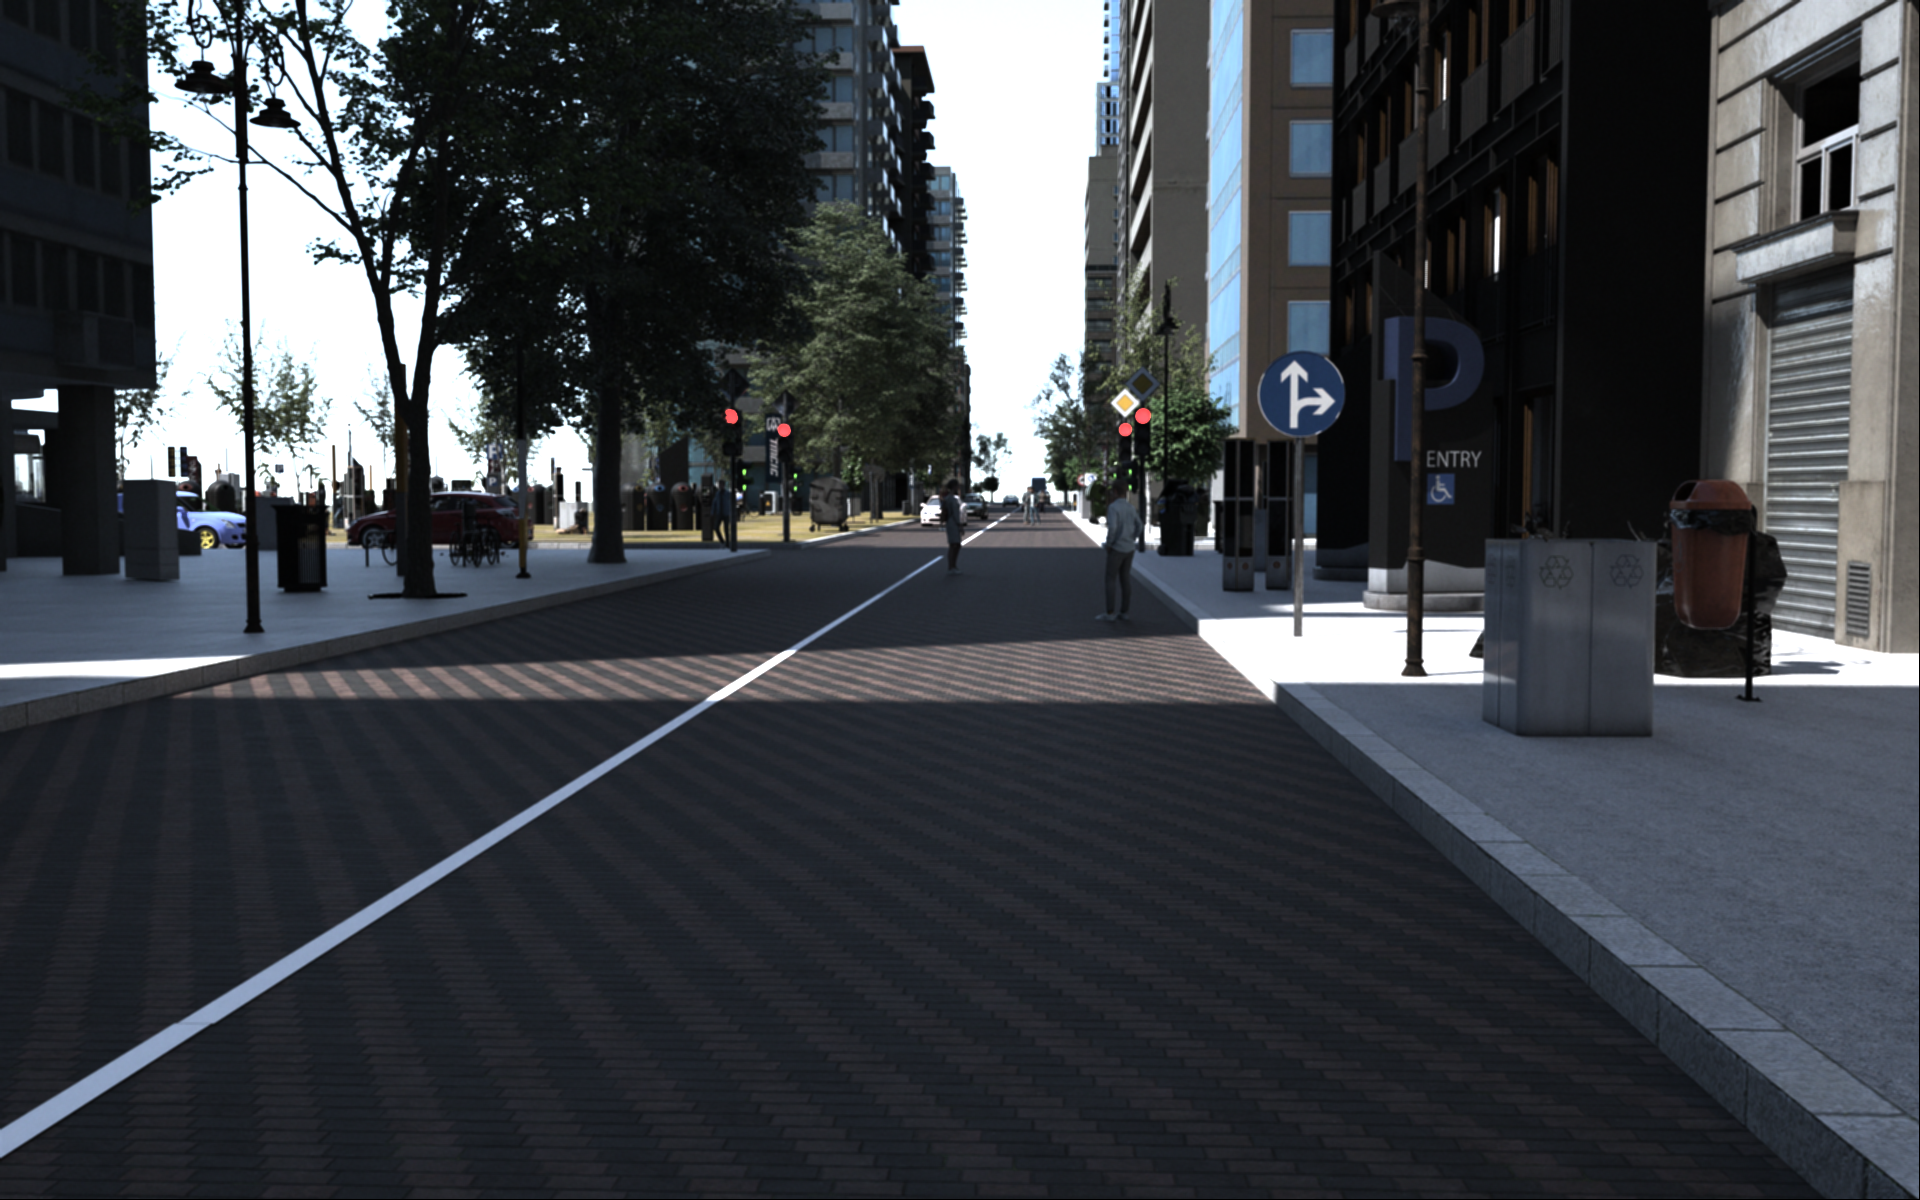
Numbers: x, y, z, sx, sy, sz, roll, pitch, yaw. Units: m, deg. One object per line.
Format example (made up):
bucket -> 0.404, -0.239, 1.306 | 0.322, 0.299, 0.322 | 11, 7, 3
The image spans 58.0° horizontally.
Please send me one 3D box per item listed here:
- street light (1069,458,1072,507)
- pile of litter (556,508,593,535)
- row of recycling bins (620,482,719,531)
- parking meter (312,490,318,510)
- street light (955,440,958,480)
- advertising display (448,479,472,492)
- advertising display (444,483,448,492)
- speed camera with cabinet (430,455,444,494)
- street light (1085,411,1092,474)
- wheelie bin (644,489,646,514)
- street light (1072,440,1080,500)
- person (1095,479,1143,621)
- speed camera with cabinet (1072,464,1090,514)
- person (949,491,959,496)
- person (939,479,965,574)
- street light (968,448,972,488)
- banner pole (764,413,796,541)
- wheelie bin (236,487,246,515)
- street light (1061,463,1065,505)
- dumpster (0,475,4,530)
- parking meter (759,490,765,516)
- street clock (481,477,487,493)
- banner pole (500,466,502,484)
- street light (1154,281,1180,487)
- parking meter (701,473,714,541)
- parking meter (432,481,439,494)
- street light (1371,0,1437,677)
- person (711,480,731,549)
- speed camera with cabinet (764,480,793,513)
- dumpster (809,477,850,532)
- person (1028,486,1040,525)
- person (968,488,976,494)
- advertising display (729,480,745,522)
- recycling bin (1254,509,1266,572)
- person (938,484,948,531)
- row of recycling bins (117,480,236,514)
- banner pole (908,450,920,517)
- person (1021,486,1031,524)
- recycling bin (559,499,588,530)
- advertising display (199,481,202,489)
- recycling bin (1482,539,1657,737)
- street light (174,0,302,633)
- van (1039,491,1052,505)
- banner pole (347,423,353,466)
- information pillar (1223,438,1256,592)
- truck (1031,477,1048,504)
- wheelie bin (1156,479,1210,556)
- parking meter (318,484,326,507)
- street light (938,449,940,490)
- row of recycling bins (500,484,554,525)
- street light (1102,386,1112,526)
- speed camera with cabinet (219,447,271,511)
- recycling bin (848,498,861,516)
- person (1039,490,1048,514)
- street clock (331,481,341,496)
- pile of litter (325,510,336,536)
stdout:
street light -> 9.508, -10.550, 145.272 | 0.468, 5.910, 1.993 | 0, 4, 3
pile of litter -> -12.359, -2.539, 55.475 | 1.176, 0.858, 1.719 | -1, 4, -15
row of recycling bins -> -10.242, -3.295, 60.990 | 3.534, 1.692, 1.069 | -2, 4, -24
parking meter -> -44.857, -6.851, 120.430 | 0.372, 1.533, 0.369 | 0, 3, 0
street light -> -0.313, -10.791, 149.215 | 0.468, 5.910, 1.993 | 0, 4, 3
advertising display -> -21.932, -4.343, 76.228 | 0.123, 1.923, 0.974 | 3, 5, 42
advertising display -> -30.225, -5.844, 100.767 | 0.974, 1.923, 0.123 | 1, 4, 10
speed camera with cabinet -> -27.214, -5.713, 87.748 | 2.038, 3.252, 0.660 | -1, 4, -20
street light -> 7.074, -7.483, 95.133 | 0.468, 5.910, 1.993 | 0, 4, 3
wheelie bin -> -20.487, -6.436, 113.138 | 0.980, 1.594, 0.693 | 2, 4, 31
street light -> 8.262, -9.048, 120.714 | 0.468, 5.910, 1.993 | 0, 4, 3
person -> 1.819, -0.574, 19.697 | 0.589, 1.601, 0.330 | -2, 4, -35
speed camera with cabinet -> 8.056, -7.323, 114.075 | 0.660, 3.252, 2.038 | -1, 4, -20
person -> -0.347, -4.826, 86.766 | 0.474, 1.900, 0.648 | 2, 4, 26
person -> -0.123, -1.312, 30.948 | 0.522, 1.701, 0.512 | -1, 4, -19
street light -> 1.045, -12.355, 174.791 | 0.468, 5.910, 1.993 | 0, 4, 3
banner pole -> -4.917, -3.500, 47.244 | 0.863, 3.779, 0.401 | 0, 4, 7
wheelie bin -> -32.075, -4.275, 77.805 | 0.980, 1.594, 0.693 | 2, 4, 27
street light -> 11.952, -13.713, 197.000 | 0.468, 5.910, 1.993 | 0, 4, 3
dumpster -> -6.847, -0.463, 10.066 | 1.502, 2.255, 1.985 | 0, 4, 3
parking meter -> -11.746, -5.769, 102.731 | 0.372, 1.533, 0.369 | 0, 3, 0
street clock -> -20.370, -4.284, 74.610 | 0.471, 2.002, 0.358 | 2, 4, 27
banner pole -> -31.535, -7.872, 118.724 | 0.863, 3.779, 0.401 | -2, 4, -24
street light -> 4.477, -3.967, 37.656 | 0.468, 5.910, 1.993 | 0, 4, 3
parking meter -> -6.879, -2.536, 47.169 | 0.255, 1.863, 0.399 | 0, 4, 5
parking meter -> -23.633, -4.423, 78.034 | 0.255, 1.863, 0.399 | -2, 4, -27
street light -> 3.206, -2.401, 12.050 | 0.468, 5.910, 1.993 | 0, 4, 3
person -> -5.899, -2.107, 43.289 | 0.601, 1.785, 0.444 | 1, 4, 19
speed camera with cabinet -> -12.093, -7.355, 114.585 | 2.038, 3.252, 0.660 | 1, 4, 10
dumpster -> -4.467, -3.262, 59.089 | 1.264, 1.857, 1.865 | 0, 4, 3
person -> 3.373, -4.311, 79.336 | 0.623, 1.781, 0.721 | 2, 4, 24
person -> 0.751, -6.270, 111.201 | 0.592, 1.802, 0.473 | 3, 5, 42
advertising display -> -10.312, -4.580, 80.091 | 0.974, 1.923, 0.123 | 3, 5, 41
recycling bin -> 4.930, -1.008, 29.027 | 0.722, 1.027, 0.722 | 2, 4, 29
person -> -0.641, -3.646, 68.093 | 0.573, 1.828, 0.580 | -3, 4, -38
row of recycling bins -> -23.309, -2.694, 51.166 | 3.534, 1.692, 1.069 | -1, 4, -23
banner pole -> -2.642, -6.674, 99.141 | 0.863, 3.779, 0.401 | 2, 4, 33
person -> 3.232, -4.568, 83.282 | 0.391, 1.810, 0.635 | 3, 4, 37
recycling bin -> -12.969, -2.790, 58.179 | 0.722, 1.027, 0.722 | 1, 4, 18
advertising display -> -36.556, -4.746, 82.808 | 0.123, 1.923, 0.974 | 0, 4, 7
recycling bin -> 3.318, 0.188, 9.474 | 0.722, 1.027, 0.722 | 0, 4, 1
street light -> -6.549, -2.636, 15.887 | 0.468, 5.910, 1.993 | 0, 4, 3
van -> 10.869, -13.249, 223.629 | 2.013, 2.044, 4.112 | 0, 4, 1
banner pole -> -21.386, -4.332, 60.848 | 0.401, 3.779, 0.863 | -2, 4, -28
information pillar -> 3.676, -1.121, 22.821 | 0.304, 2.012, 0.304 | -2, 4, -30
truck -> 12.318, -16.979, 267.361 | 2.967, 4.110, 18.799 | 0, 4, 1
wheelie bin -> 4.552, -1.718, 35.995 | 0.980, 1.594, 0.693 | -3, 5, -43
parking meter -> -32.320, -5.018, 87.761 | 0.399, 1.863, 0.255 | -1, 4, -21
street light -> -1.482, -9.197, 123.165 | 0.468, 5.910, 1.993 | 0, 4, 3
row of recycling bins -> -18.217, -4.037, 73.112 | 3.534, 1.692, 1.069 | 2, 4, 26
street light -> 5.943, -5.930, 69.743 | 0.468, 5.910, 1.993 | 0, 4, 3
speed camera with cabinet -> -30.225, -4.823, 73.196 | 2.038, 3.252, 0.660 | 1, 4, 9
recycling bin -> -6.318, -5.484, 102.213 | 0.722, 1.027, 0.722 | -2, 4, -24
person -> 6.115, -7.248, 127.539 | 0.617, 1.759, 0.750 | 1, 4, 21
street clock -> -33.969, -5.487, 94.288 | 0.471, 2.002, 0.358 | -3, 5, -44
pile of litter -> -19.996, -2.430, 53.692 | 1.176, 0.858, 1.719 | -2, 4, -24
